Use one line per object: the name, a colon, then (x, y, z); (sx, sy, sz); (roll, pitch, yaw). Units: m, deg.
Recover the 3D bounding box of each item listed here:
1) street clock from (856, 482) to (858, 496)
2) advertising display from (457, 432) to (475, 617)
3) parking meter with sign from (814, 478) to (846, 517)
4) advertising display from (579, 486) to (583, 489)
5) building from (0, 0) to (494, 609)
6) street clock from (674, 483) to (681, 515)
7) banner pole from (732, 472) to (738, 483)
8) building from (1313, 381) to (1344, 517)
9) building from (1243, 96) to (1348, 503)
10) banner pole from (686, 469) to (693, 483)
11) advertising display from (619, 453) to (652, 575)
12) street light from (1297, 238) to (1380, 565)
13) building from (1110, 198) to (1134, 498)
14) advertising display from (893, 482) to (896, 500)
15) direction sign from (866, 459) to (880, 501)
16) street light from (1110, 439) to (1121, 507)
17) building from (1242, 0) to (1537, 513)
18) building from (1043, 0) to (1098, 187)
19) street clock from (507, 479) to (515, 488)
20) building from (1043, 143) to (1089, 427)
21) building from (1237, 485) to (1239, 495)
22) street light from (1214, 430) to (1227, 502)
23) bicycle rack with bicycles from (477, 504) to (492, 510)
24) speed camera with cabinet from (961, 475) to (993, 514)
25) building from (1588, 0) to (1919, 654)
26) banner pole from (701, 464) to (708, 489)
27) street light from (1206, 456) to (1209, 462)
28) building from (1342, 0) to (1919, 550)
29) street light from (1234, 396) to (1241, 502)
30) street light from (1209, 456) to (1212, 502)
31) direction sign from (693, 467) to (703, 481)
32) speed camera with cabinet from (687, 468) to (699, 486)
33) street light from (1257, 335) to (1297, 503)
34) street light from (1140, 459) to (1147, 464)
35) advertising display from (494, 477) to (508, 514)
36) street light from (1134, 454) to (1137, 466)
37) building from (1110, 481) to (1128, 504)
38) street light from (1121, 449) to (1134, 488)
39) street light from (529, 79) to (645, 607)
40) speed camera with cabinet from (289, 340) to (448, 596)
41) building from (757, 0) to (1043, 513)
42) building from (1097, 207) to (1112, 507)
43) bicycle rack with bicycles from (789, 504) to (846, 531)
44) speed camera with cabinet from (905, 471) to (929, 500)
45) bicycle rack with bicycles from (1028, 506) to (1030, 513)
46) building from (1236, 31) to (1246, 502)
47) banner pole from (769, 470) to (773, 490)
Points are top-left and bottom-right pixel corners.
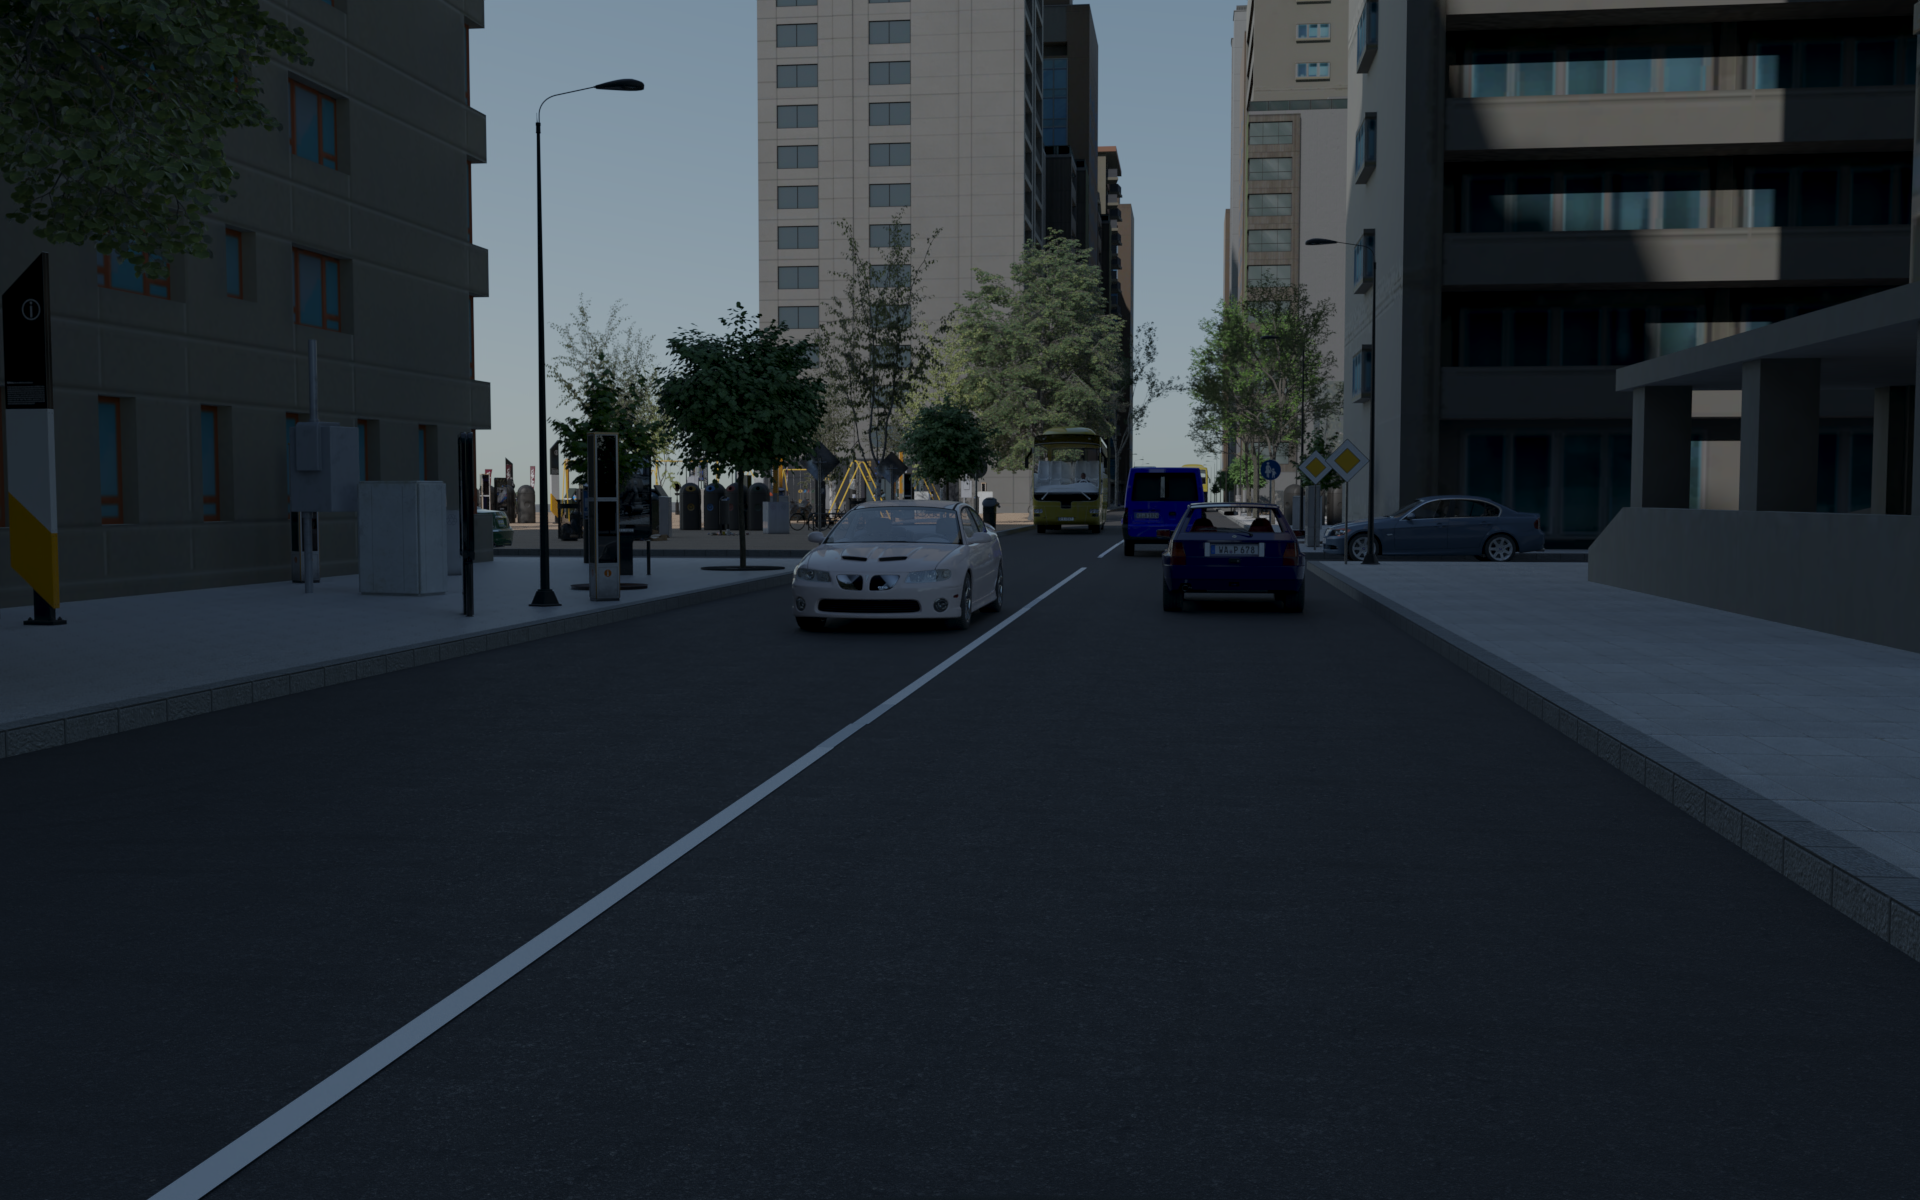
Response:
street clock: (-6.270, -6.087, 104.095); (0.358, 2.002, 0.471); (-1, 4, -9)
advertising display: (-5.262, -0.811, 18.467); (0.123, 1.923, 0.974); (-1, 4, -18)
parking meter with sign: (-7.147, -6.060, 95.336); (1.738, 3.016, 0.543); (0, 4, -6)
advertising display: (-18.552, -4.952, 86.185); (0.974, 1.923, 0.123); (2, 4, 29)
building: (-25.064, -10.742, 20.678); (28.899, 21.520, 27.650); (0, 4, 8)
street clock: (-17.374, -6.227, 106.381); (0.471, 2.002, 0.358); (-3, 5, -42)
banner pole: (-13.444, -6.971, 103.990); (0.863, 3.779, 0.401); (-1, 4, -19)
building: (31.262, -47.537, 89.900); (22.319, 86.520, 31.000); (0, 4, 8)
building: (28.384, -21.905, 129.852); (14.160, 30.474, 14.107); (0, 4, 8)
banner pole: (-16.875, -7.232, 108.265); (0.863, 3.779, 0.401); (0, 4, 6)
advertising display: (-5.349, -1.351, 27.297); (0.974, 1.923, 0.123); (-1, 4, -15)
street light: (6.961, -3.608, 31.536); (1.470, 5.913, 1.316); (0, 4, 8)
building: (18.890, -37.308, 260.088); (14.600, 45.320, 14.200); (0, 4, 8)
advertising display: (-3.043, -4.581, 80.107); (0.123, 1.923, 0.974); (0, 4, 1)
direction sign: (-5.641, -7.362, 112.363); (0.876, 3.537, 0.379); (0, 4, 8)
street light: (12.708, -10.683, 147.202); (1.470, 5.913, 1.316); (0, 4, 8)
building: (35.140, -31.968, 146.381); (21.300, 48.544, 21.600); (0, 4, 8)
building: (5.231, -31.056, 157.874); (14.600, 45.320, 14.200); (0, 4, 8)
street clock: (-21.401, -4.766, 82.498); (0.358, 2.002, 0.471); (0, 4, -2)
building: (3.264, -22.770, 143.996); (14.160, 30.474, 14.107); (0, 4, 8)
building: (35.808, -30.287, 178.780); (14.154, 41.232, 14.086); (0, 4, 8)
street light: (19.478, -9.394, 126.129); (1.470, 5.913, 1.316); (0, 4, 8)
bicycle rack with bicycles: (-20.898, -3.693, 73.768); (2.852, 0.926, 2.925); (0, 4, -5)
speed camera with cabinet: (1.101, -7.218, 112.356); (2.038, 3.252, 0.660); (0, 4, -2)
building: (24.317, -19.784, 15.347); (32.217, 40.220, 23.993); (0, 4, 8)
banner pole: (-13.774, -6.308, 93.149); (0.401, 3.779, 0.863); (2, 4, 28)
street light: (30.621, -14.540, 210.275); (1.470, 5.913, 1.316); (0, 4, 8)
building: (21.836, -25.906, 47.267); (21.600, 48.544, 21.300); (0, 4, 8)
street light: (13.610, -6.701, 82.104); (1.470, 5.913, 1.316); (0, 4, 8)
street light: (23.581, -11.283, 157.017); (1.470, 5.913, 1.316); (0, 4, 8)
direction sign: (-16.154, -7.028, 106.907); (0.876, 3.537, 0.379); (3, 4, 36)
speed camera with cabinet: (-13.552, -5.712, 87.721); (0.660, 3.252, 2.038); (-1, 4, -10)
street light: (9.481, -4.783, 50.737); (1.470, 5.913, 1.316); (0, 4, 8)
street light: (23.698, -15.750, 230.057); (1.470, 5.913, 1.316); (0, 4, 8)
advertising display: (-17.796, -3.787, 67.127); (0.123, 1.923, 0.974); (1, 4, 9)
street light: (19.641, -13.845, 198.903); (1.470, 5.913, 1.316); (0, 4, 8)
building: (7.680, -33.639, 241.885); (32.217, 40.220, 23.993); (0, 4, 8)
street light: (16.920, -12.586, 178.320); (1.470, 5.913, 1.316); (0, 4, 8)
street light: (-4.219, -2.878, 19.597); (1.470, 5.913, 1.316); (0, 4, 8)
speed camera with cabinet: (-7.589, -1.704, 22.204); (2.038, 3.252, 0.660); (1, 4, 21)
building: (-2.305, -42.065, 126.013); (20.563, 71.187, 20.611); (0, 4, 8)
building: (7.671, -24.499, 172.255); (14.160, 30.474, 14.107); (0, 4, 8)
bicycle rack with bicycles: (-4.520, -2.897, 60.744); (2.925, 0.926, 2.852); (-1, 4, -9)
speed camera with cabinet: (-3.083, -7.472, 116.506); (2.038, 3.252, 0.660); (-2, 4, -27)
bicycle rack with bicycles: (5.935, -5.666, 106.029); (2.925, 0.926, 2.852); (2, 4, 27)
building: (33.627, -31.474, 164.704); (14.600, 45.320, 14.200); (0, 4, 8)
banner pole: (-11.514, -7.095, 106.019); (0.863, 3.779, 0.401); (3, 4, 37)
